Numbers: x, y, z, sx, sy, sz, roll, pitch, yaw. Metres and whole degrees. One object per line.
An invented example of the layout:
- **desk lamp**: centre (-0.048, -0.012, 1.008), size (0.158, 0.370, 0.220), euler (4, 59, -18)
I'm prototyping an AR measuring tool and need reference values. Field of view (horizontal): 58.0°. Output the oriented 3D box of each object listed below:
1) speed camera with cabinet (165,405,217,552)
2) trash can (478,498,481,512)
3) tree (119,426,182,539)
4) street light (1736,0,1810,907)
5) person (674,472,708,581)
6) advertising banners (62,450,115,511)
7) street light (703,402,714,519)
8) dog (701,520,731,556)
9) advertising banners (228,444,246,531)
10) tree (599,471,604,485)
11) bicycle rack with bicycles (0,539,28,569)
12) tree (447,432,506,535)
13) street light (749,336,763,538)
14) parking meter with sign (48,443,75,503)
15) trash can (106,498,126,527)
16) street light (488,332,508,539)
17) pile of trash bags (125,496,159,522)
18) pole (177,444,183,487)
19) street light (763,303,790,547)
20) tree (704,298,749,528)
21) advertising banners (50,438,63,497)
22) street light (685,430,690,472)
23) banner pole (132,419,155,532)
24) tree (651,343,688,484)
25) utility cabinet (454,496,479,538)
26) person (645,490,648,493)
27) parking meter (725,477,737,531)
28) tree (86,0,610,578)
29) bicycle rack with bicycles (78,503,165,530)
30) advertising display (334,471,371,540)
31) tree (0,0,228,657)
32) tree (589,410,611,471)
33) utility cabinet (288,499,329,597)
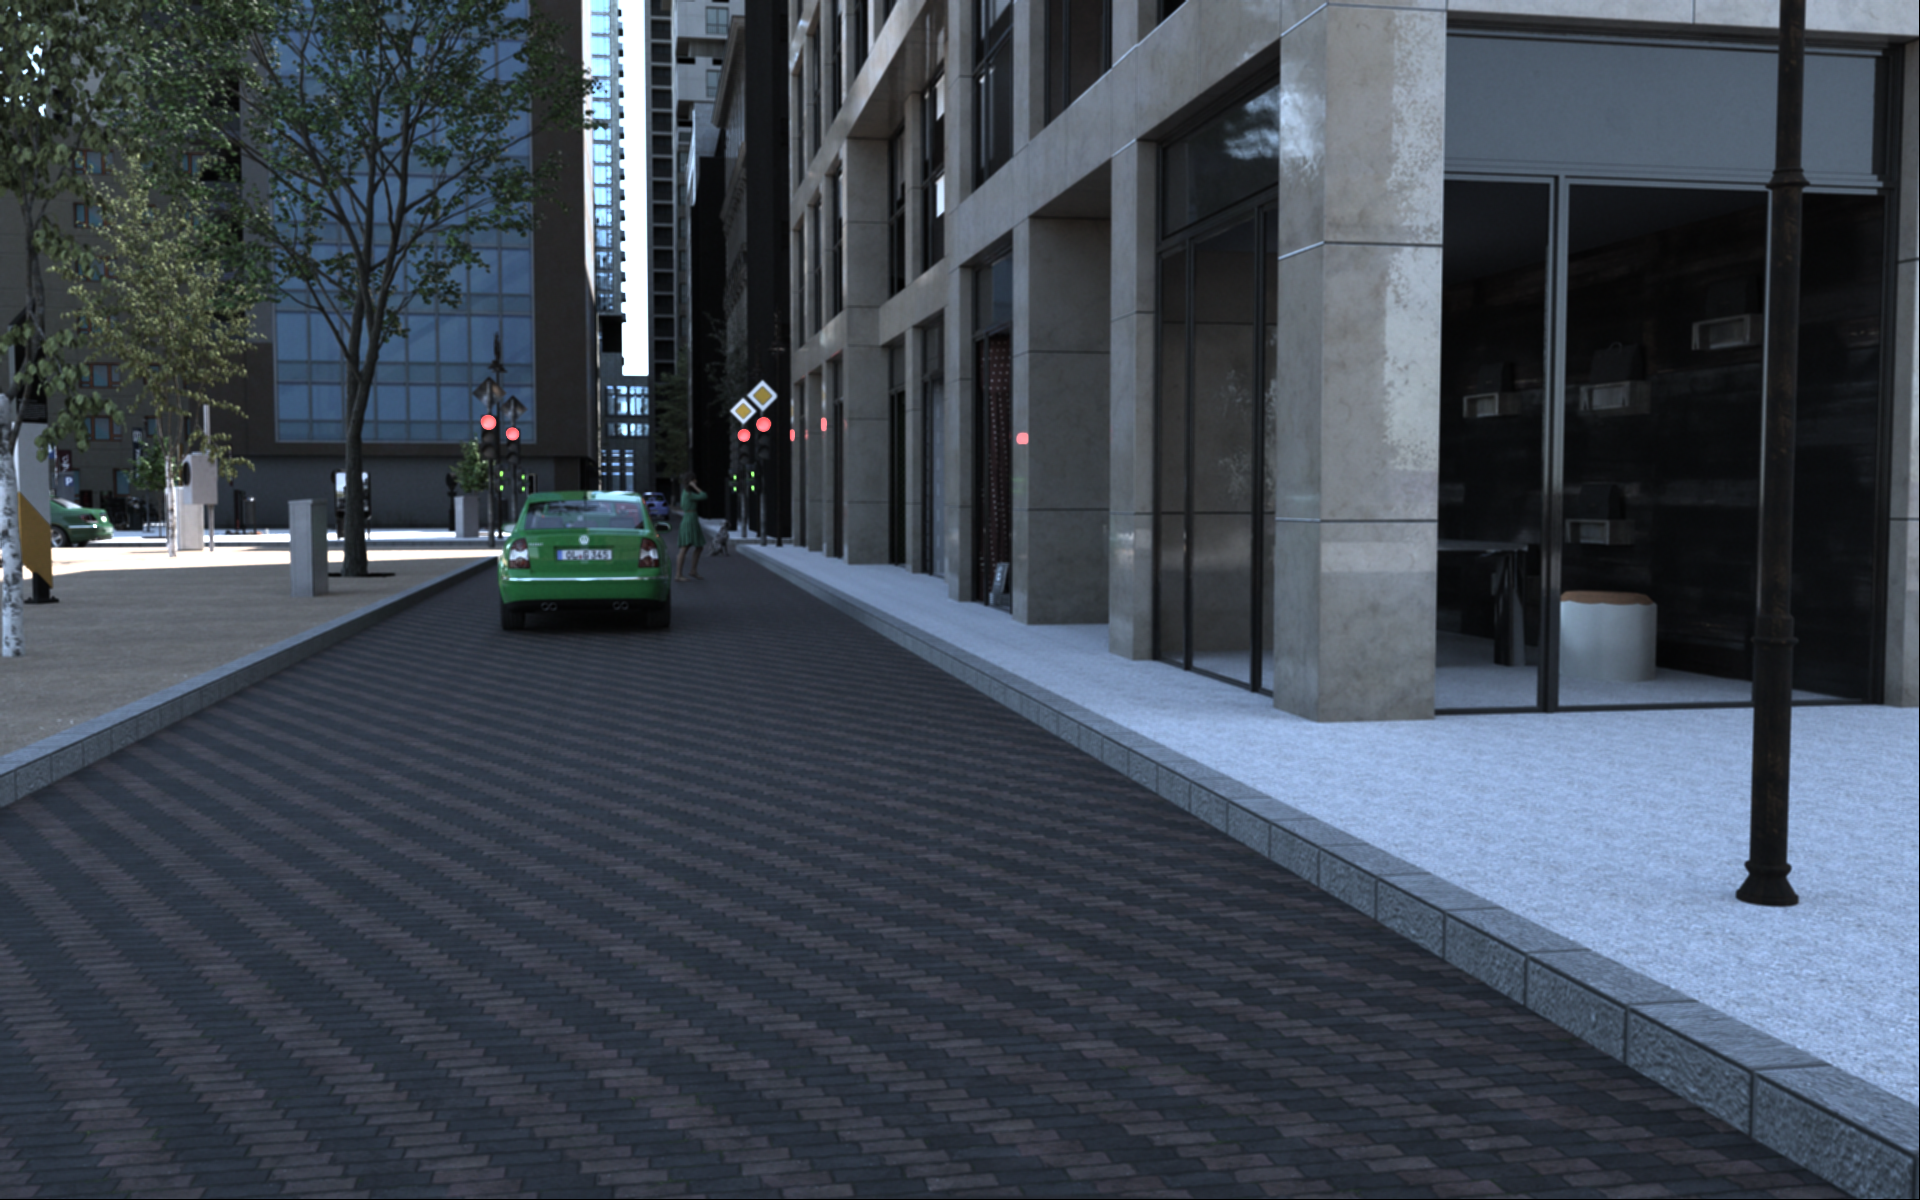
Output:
- **speed camera with cabinet**: centre (-17.243, -2.719, 38.794), size (0.660, 3.252, 2.038), euler (-3, 5, -40)
- **trash can**: centre (-15.954, -2.732, 56.320), size (0.748, 1.137, 0.748), euler (0, 3, 0)
- **tree**: centre (-23.044, -3.378, 49.836), size (1.663, 3.219, 1.824), euler (0, 3, 0)
- **street light**: centre (2.551, -1.988, 5.294), size (0.468, 5.910, 1.993), euler (-1, 4, -10)
- **person**: centre (-4.475, -1.214, 28.594), size (0.529, 1.795, 0.600), euler (-2, 4, -25)
- **advertising banners**: centre (-34.885, -4.463, 69.162), size (2.074, 3.025, 0.090), euler (-3, 5, -43)
- **street light**: centre (-12.665, -7.005, 87.325), size (0.468, 5.910, 1.993), euler (-1, 4, -10)
- **dog**: centre (-5.710, -1.435, 40.291), size (0.800, 0.831, 0.513), euler (-1, 4, -12)
- **advertising banners**: centre (-25.519, -3.970, 61.103), size (0.090, 3.025, 2.074), euler (-1, 4, -9)
- **tree**: centre (-36.412, -11.313, 168.687), size (4.285, 4.588, 4.351), euler (0, 3, 0)
- **bicycle rack with bicycles**: centre (-17.044, -0.958, 29.038), size (2.925, 0.926, 2.852), euler (1, 4, 19)
- **tree**: centre (-15.084, -3.627, 53.907), size (1.663, 3.219, 1.824), euler (0, 3, 0)
- **street light**: centre (-5.931, -4.779, 50.924), size (0.468, 5.910, 1.993), euler (-1, 4, -10)
- **parking meter with sign**: centre (-30.224, -3.796, 58.332), size (1.738, 3.016, 0.543), euler (2, 4, 30)
- **trash can**: centre (-33.289, -3.468, 68.351), size (0.748, 1.137, 0.748), euler (0, 3, 0)
- **street light**: centre (-13.169, -4.688, 49.437), size (0.468, 5.910, 1.993), euler (-1, 4, -10)
- **pile of trash bags**: centre (-37.580, -4.302, 80.097), size (3.447, 1.369, 1.912), euler (-3, 4, -37)
- **pole**: centre (-31.553, -4.668, 70.168), size (0.158, 3.312, 0.155), euler (0, 3, 0)
- **street light**: centre (-4.411, -4.240, 42.116), size (0.468, 5.910, 1.993), euler (-1, 4, -10)
- **tree**: centre (-7.812, -7.019, 65.123), size (4.360, 8.622, 3.978), euler (0, 3, 0)
- **advertising banners**: centre (-28.437, -3.557, 54.353), size (0.090, 3.025, 2.074), euler (-2, 4, -34)
- **street light**: centre (-19.487, -9.255, 124.106), size (0.468, 5.910, 1.993), euler (-1, 4, -10)
- **banner pole**: centre (-27.252, -4.139, 57.693), size (0.401, 3.779, 0.863), euler (1, 4, 14)
- **tree**: centre (-19.443, -12.951, 129.879), size (7.486, 12.596, 7.792), euler (0, 3, 0)
- **utility cabinet**: centre (-14.532, -2.438, 51.022), size (0.306, 1.237, 1.020), euler (1, 4, 9)
- **person**: centre (-27.766, -8.865, 153.435), size (0.705, 1.826, 1.348), euler (2, 4, 24)
- **parking meter**: centre (-7.960, -3.337, 60.265), size (0.255, 1.863, 0.399), euler (3, 4, 36)
- **tree**: centre (-9.261, -6.173, 26.685), size (9.928, 11.665, 9.643), euler (0, 3, 0)
- **bicycle rack with bicycles**: centre (-31.970, -3.249, 66.499), size (2.852, 0.926, 2.925), euler (0, 4, -6)
- **advertising display**: centre (-17.064, -2.658, 48.679), size (0.974, 1.923, 0.123), euler (0, 4, 0)
- **tree**: centre (-7.557, -3.844, 13.219), size (4.737, 8.622, 4.395), euler (0, 3, 0)
- **tree**: centre (-26.010, -10.262, 118.148), size (4.360, 8.622, 3.978), euler (0, 3, 0)
- **utility cabinet**: centre (-8.292, -0.666, 22.046), size (0.306, 1.237, 1.020), euler (-1, 4, -10)
